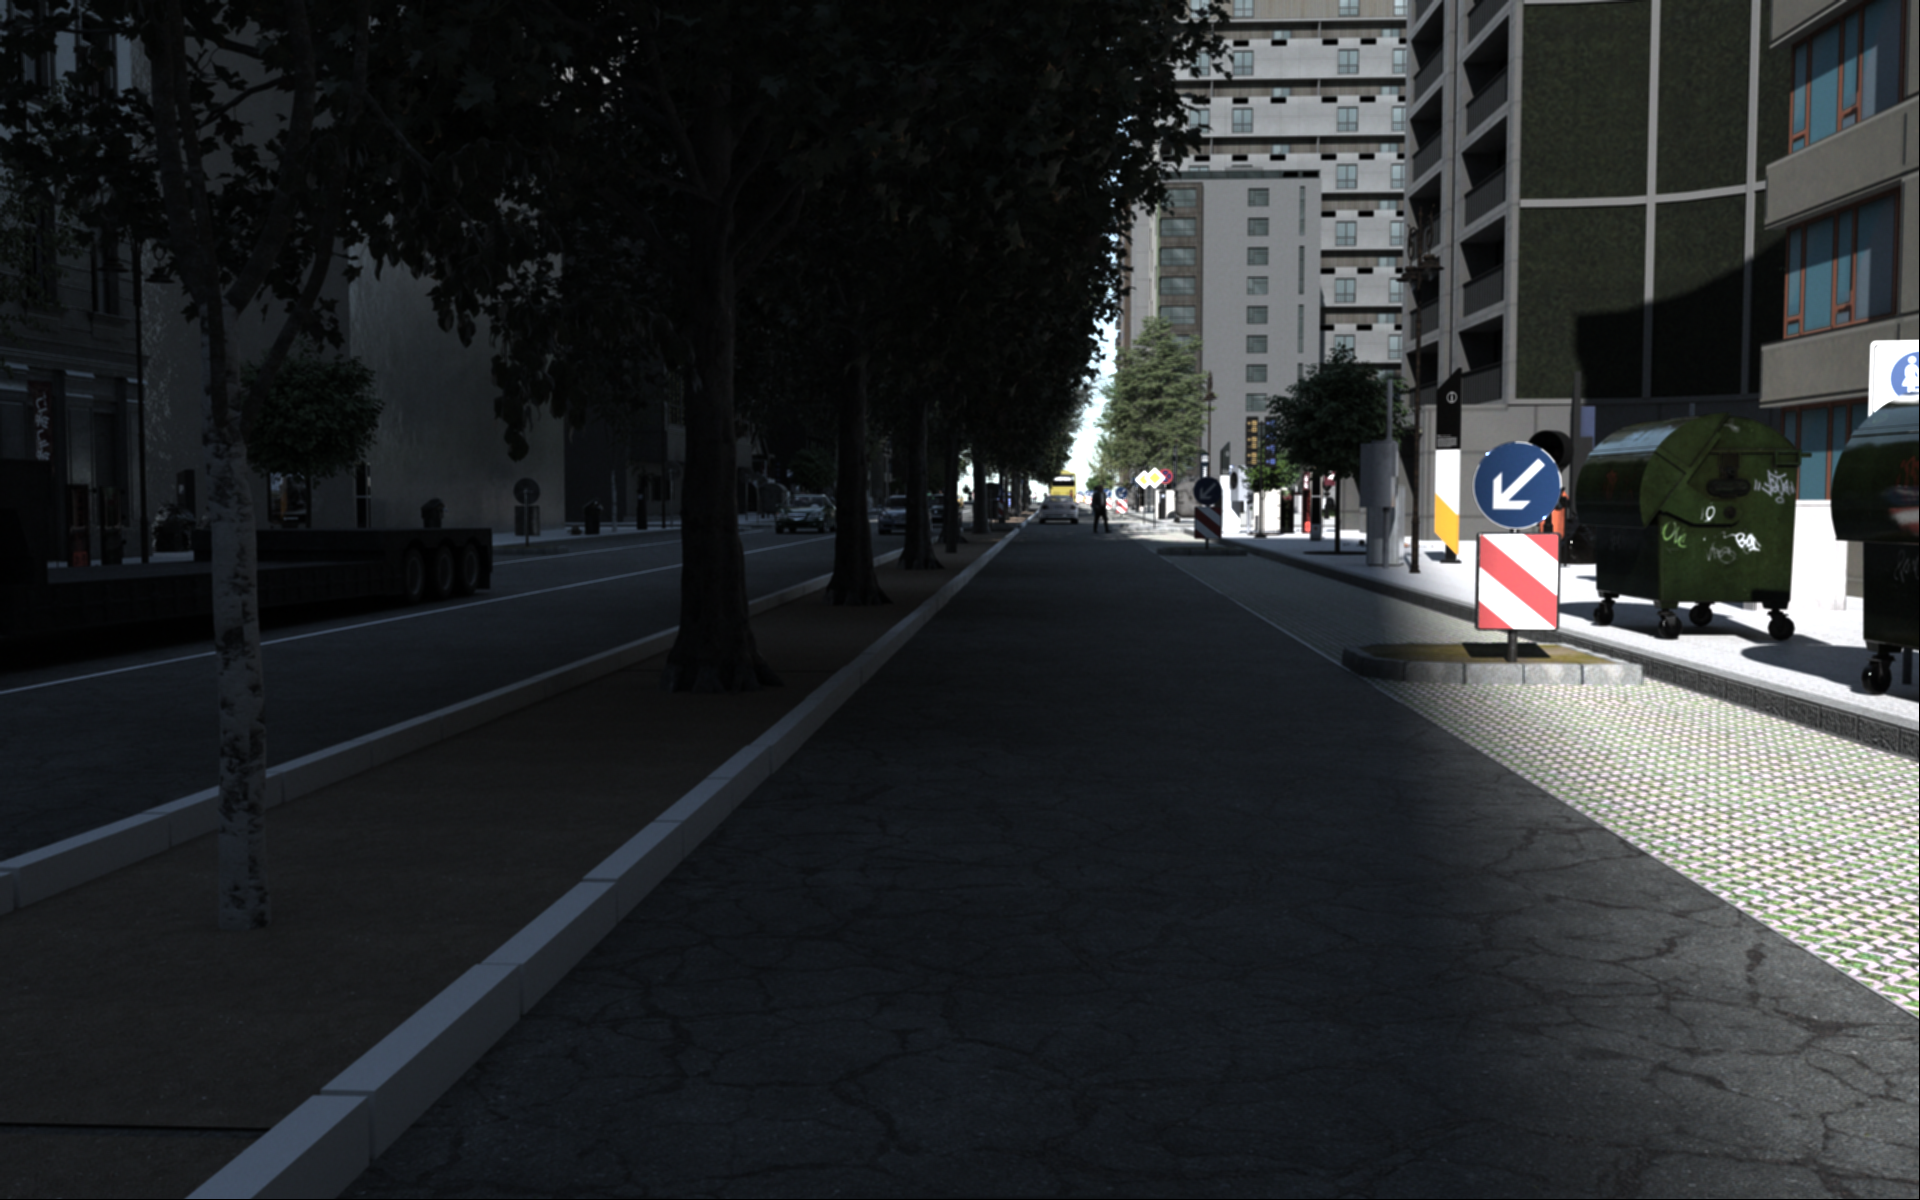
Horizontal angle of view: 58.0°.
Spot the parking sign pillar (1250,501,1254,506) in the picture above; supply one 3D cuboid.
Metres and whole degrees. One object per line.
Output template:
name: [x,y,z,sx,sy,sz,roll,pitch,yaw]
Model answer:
parking sign pillar: [23.968,-9.406,142.266,1.447,3.967,1.447,-3,4,-38]

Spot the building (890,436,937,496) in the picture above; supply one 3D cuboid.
building: [-10.518,-37.556,264.146,14.600,45.320,14.200,0,4,3]

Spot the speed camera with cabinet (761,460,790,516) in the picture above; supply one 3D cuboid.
speed camera with cabinet: [-10.692,-6.486,100.389,2.038,3.252,0.660,3,5,45]

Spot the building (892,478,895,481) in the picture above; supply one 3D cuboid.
building: [-21.732,-36.907,192.675,28.713,52.752,27.495,0,4,3]

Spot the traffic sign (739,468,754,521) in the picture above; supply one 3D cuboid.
traffic sign: [-10.275,-5.088,83.299,0.768,2.556,0.104,1,4,10]

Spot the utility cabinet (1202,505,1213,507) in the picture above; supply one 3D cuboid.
utility cabinet: [11.713,-4.402,83.133,1.020,1.237,0.306,-3,5,-41]

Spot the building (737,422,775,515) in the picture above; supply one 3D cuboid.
building: [-20.440,-14.806,109.534,16.820,18.784,16.811,0,4,3]

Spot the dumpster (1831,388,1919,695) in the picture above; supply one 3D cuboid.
dumpster: [6.300,-0.470,10.176,1.502,2.255,1.985,0,4,3]

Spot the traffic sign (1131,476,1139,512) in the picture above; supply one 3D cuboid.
traffic sign: [12.387,-7.420,121.416,0.768,2.556,0.104,1,4,9]

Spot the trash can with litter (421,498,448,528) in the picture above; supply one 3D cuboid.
trash can with litter: [-14.730,-2.233,47.896,0.624,1.170,1.055,2,4,28]

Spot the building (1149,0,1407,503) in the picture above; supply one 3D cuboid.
building: [33.466,-35.940,176.861,28.713,52.752,27.495,0,4,3]

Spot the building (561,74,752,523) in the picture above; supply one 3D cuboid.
building: [-19.715,-18.061,88.810,14.314,27.812,24.014,0,4,3]

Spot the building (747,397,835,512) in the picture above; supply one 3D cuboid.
building: [-16.609,-18.435,131.088,12.332,23.373,15.834,0,4,3]

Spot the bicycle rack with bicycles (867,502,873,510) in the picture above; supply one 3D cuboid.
bicycle rack with bicycles: [-8.486,-7.556,136.923,2.925,0.926,2.852,0,4,5]

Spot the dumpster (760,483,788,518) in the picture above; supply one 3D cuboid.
dumpster: [-9.876,-5.274,91.986,1.264,1.857,1.865,0,4,3]

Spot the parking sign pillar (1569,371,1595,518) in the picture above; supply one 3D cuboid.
parking sign pillar: [13.892,-3.075,38.752,1.447,3.967,1.447,1,4,17]

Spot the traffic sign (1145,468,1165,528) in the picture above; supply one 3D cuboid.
traffic sign: [7.346,-3.775,65.360,0.795,2.450,0.064,0,4,3]

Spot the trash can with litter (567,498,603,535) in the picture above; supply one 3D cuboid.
trash can with litter: [-11.819,-2.642,54.577,1.055,1.170,0.624,-2,4,-24]

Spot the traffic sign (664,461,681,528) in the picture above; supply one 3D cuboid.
traffic sign: [-11.047,-4.048,66.283,0.768,2.556,0.104,1,4,9]

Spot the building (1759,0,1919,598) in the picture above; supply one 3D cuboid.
building: [24.324,-10.021,8.878,27.650,21.520,28.899,0,4,3]

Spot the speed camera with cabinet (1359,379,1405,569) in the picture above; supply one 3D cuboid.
speed camera with cabinet: [7.470,-2.219,30.611,0.660,3.252,2.038,1,4,21]

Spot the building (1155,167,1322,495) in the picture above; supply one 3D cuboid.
building: [24.756,-23.580,157.236,14.160,30.474,14.107,0,4,3]

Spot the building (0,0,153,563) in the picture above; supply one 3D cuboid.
building: [-21.858,-10.849,26.529,9.793,20.994,18.267,0,4,3]

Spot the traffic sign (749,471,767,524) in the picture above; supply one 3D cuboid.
traffic sign: [-8.671,-4.320,74.279,0.795,2.450,0.064,0,4,3]

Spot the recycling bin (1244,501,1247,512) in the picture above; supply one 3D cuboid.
recycling bin: [20.155,-6.849,124.538,0.722,1.027,0.722,-1,4,-16]

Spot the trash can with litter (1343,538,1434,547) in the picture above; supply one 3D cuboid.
trash can with litter: [10.386,-1.923,42.492,1.678,1.210,2.233,-2,4,-31]

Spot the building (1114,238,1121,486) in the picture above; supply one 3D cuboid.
building: [37.213,-38.964,291.688,22.147,44.769,28.867,0,4,3]

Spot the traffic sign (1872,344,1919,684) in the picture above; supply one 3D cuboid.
traffic sign: [6.396,-0.581,11.629,0.606,2.300,0.079,1,4,10]

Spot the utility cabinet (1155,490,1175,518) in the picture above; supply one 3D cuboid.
utility cabinet: [10.827,-5.044,91.141,1.173,1.500,0.318,1,4,11]

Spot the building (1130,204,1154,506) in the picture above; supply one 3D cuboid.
building: [30.758,-40.547,204.941,21.231,58.520,28.212,0,4,3]

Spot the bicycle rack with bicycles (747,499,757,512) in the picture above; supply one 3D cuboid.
bicycle rack with bicycles: [-14.694,-6.632,121.813,2.925,0.926,2.852,2,4,31]

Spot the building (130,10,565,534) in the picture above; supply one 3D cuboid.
building: [-32.064,-15.285,54.418,34.151,26.468,19.350,0,4,3]

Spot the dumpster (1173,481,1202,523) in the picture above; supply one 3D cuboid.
dumpster: [10.161,-4.354,76.954,1.264,1.857,1.865,0,4,3]

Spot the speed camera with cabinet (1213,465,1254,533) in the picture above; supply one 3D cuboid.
speed camera with cabinet: [8.910,-3.801,56.486,0.660,3.252,2.038,-1,4,-15]

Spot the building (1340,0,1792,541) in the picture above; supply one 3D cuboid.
building: [23.171,-37.377,49.372,20.563,71.187,20.611,0,4,3]

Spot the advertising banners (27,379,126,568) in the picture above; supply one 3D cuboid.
advertising banners: [-13.999,-1.914,27.489,0.090,3.025,2.074,1,4,12]

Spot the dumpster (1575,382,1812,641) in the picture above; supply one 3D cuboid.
dumpster: [6.709,-0.823,15.952,1.502,2.255,1.985,0,4,3]

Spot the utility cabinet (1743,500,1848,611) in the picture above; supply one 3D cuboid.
utility cabinet: [9.226,-0.487,19.127,1.020,1.237,0.306,0,4,-1]

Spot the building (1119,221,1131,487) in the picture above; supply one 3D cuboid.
building: [29.551,-36.181,241.671,14.600,45.320,14.200,0,4,3]

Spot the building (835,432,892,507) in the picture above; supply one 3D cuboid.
building: [-21.653,-19.565,164.919,27.650,21.520,28.899,0,4,3]

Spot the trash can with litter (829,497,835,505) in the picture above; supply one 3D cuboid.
trash can with litter: [-8.437,-6.373,115.581,1.055,1.170,0.624,3,5,43]

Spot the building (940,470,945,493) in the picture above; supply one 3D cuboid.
building: [-15.460,-27.045,287.230,27.650,21.520,28.899,0,4,3]

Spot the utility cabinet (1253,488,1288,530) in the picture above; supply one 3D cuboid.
utility cabinet: [10.937,-3.201,61.011,1.173,1.500,0.318,1,4,11]

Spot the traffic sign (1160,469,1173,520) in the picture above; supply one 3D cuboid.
traffic sign: [10.308,-5.312,86.949,0.768,2.556,0.104,1,4,10]

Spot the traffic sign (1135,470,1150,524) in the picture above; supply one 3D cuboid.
traffic sign: [7.796,-4.262,73.333,0.795,2.450,0.064,0,4,3]

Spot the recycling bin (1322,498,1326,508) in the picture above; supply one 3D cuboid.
recycling bin: [22.065,-5.716,106.009,0.722,1.027,0.722,0,4,1]

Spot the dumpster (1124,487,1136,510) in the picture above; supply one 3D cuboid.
dumpster: [13.919,-8.399,143.082,1.264,1.857,1.865,0,4,3]

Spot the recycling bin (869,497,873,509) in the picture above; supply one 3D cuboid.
recycling bin: [-7.844,-8.170,146.131,0.722,1.027,0.722,-3,4,-36]

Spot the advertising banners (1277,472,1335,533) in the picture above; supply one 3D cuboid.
advertising banners: [11.374,-3.688,56.487,2.074,3.025,0.090,0,4,-8]

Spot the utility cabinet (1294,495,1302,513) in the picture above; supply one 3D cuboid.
utility cabinet: [22.963,-6.537,118.034,0.306,1.237,1.020,-1,4,-17]
